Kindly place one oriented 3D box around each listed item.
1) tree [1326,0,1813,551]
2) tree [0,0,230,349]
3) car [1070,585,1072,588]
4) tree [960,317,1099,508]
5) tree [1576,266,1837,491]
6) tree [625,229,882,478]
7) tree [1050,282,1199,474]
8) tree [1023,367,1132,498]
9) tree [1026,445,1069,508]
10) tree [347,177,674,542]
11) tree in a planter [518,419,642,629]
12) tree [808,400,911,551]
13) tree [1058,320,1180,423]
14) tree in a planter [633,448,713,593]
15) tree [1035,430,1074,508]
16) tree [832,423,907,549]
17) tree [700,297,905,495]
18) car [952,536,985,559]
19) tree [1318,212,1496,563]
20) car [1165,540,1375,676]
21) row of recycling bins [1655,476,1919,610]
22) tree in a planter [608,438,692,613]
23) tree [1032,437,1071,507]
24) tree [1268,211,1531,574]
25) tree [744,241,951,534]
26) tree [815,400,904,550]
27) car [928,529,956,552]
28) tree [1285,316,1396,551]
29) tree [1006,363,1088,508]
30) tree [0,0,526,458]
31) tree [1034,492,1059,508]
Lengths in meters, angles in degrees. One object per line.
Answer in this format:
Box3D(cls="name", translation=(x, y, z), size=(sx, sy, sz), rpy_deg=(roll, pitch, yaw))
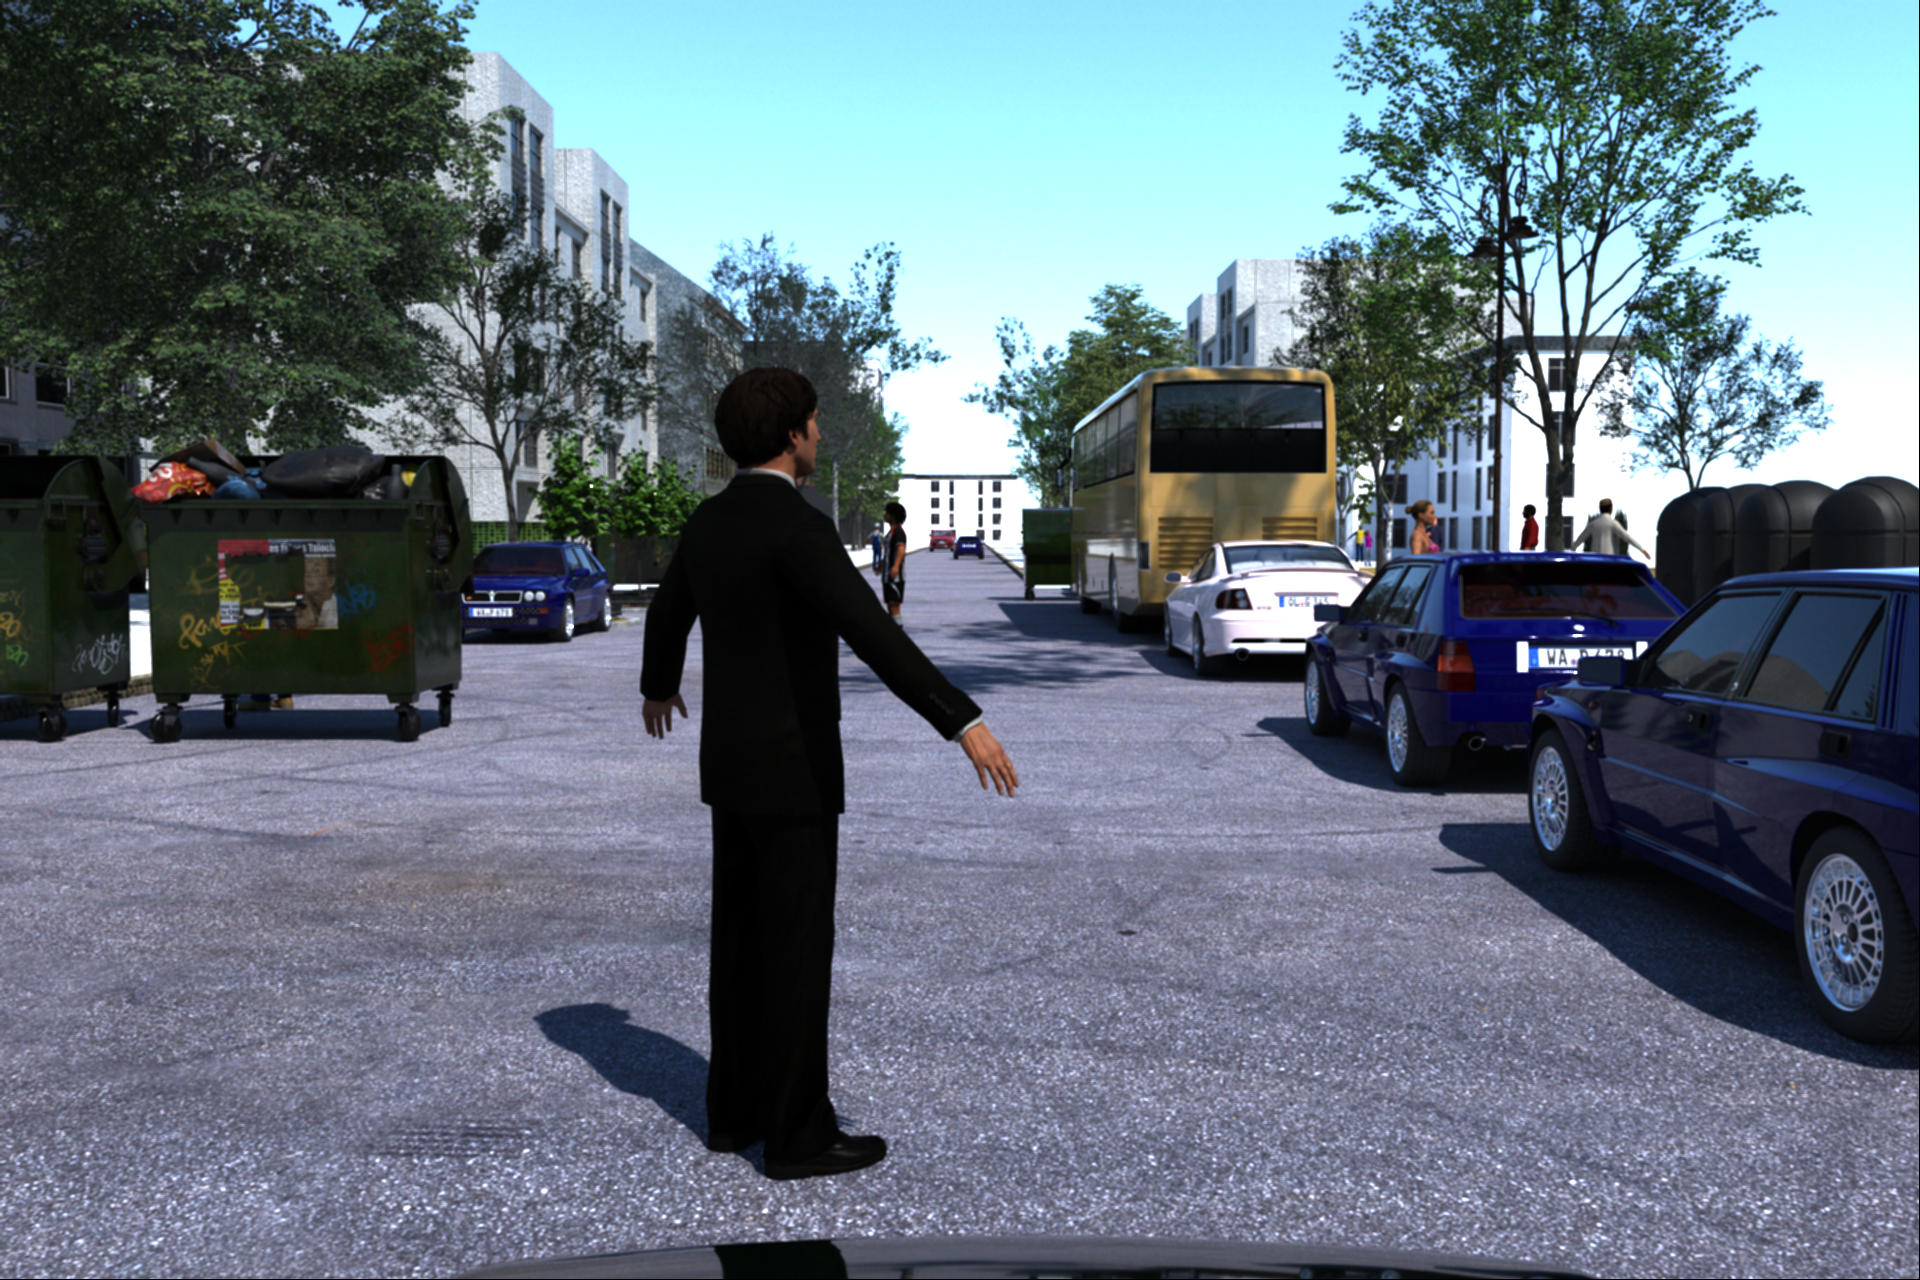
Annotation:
Box3D(cls="tree", translation=(9.921, -6.287, 28.542), size=(9.928, 11.665, 9.643), rpy_deg=(0, 3, 0))
Box3D(cls="tree", translation=(-12.210, -5.143, 18.500), size=(7.601, 10.594, 8.767), rpy_deg=(3, 5, 42))
Box3D(cls="car", translation=(3.763, -1.967, 44.747), size=(1.945, 1.354, 3.894), rpy_deg=(0, 4, 0))
Box3D(cls="tree", translation=(5.932, -18.149, 152.624), size=(12.611, 20.169, 13.585), rpy_deg=(0, 3, 0))
Box3D(cls="tree", translation=(25.441, -7.650, 59.484), size=(8.767, 10.594, 7.601), rpy_deg=(2, 4, 25))
Box3D(cls="tree", translation=(-8.367, -9.785, 70.355), size=(12.009, 13.543, 11.850), rpy_deg=(0, 3, 0))
Box3D(cls="tree", translation=(7.655, -9.811, 78.538), size=(7.486, 12.596, 7.792), rpy_deg=(0, 3, 0))
Box3D(cls="tree", translation=(7.548, -9.773, 94.208), size=(8.767, 10.594, 7.601), rpy_deg=(-1, 4, -18))
Box3D(cls="tree", translation=(7.636, -11.593, 139.910), size=(4.737, 8.622, 4.395), rpy_deg=(0, 3, 0))
Box3D(cls="tree", translation=(-11.478, -6.717, 44.228), size=(8.767, 10.594, 7.601), rpy_deg=(-2, 4, -32))
Box3D(cls="tree in a planter", translation=(-6.081, -1.829, 27.128), size=(1.991, 3.239, 1.994), rpy_deg=(0, 4, 0))
Box3D(cls="tree", translation=(-7.818, -12.458, 129.451), size=(9.928, 11.665, 9.643), rpy_deg=(0, 3, 0))
Box3D(cls="tree", translation=(5.613, -6.739, 60.541), size=(4.737, 8.622, 4.395), rpy_deg=(0, 3, 0))
Box3D(cls="tree in a planter", translation=(-6.024, -2.389, 36.278), size=(1.991, 3.239, 1.994), rpy_deg=(0, 3, 0))
Box3D(cls="tree", translation=(6.935, -9.889, 112.050), size=(4.360, 8.622, 3.978), rpy_deg=(0, 3, 0))
Box3D(cls="tree", translation=(-8.312, -13.843, 152.089), size=(9.928, 11.665, 9.643), rpy_deg=(0, 3, 0))
Box3D(cls="tree", translation=(-8.481, -11.001, 90.239), size=(12.009, 13.543, 11.850), rpy_deg=(0, 3, 0))
Box3D(cls="car", translation=(0.491, -5.302, 99.270), size=(1.945, 1.354, 3.894), rpy_deg=(0, 4, -1))
Box3D(cls="tree", translation=(10.285, -5.530, 40.785), size=(4.737, 8.622, 4.395), rpy_deg=(0, 3, 0))
Box3D(cls="car", translation=(3.321, -0.394, 18.806), size=(2.083, 1.381, 4.827), rpy_deg=(0, 4, 1))
Box3D(cls="row of recycling bins", translation=(6.489, -0.404, 13.713), size=(1.069, 1.692, 3.534), rpy_deg=(0, 3, 0))
Box3D(cls="tree in a planter", translation=(-6.011, -2.150, 32.378), size=(1.991, 3.239, 1.994), rpy_deg=(0, 3, 0))
Box3D(cls="tree", translation=(6.471, -10.383, 120.128), size=(4.360, 8.622, 3.978), rpy_deg=(0, 3, 0))
Box3D(cls="tree", translation=(12.136, -7.015, 49.107), size=(8.767, 10.594, 7.601), rpy_deg=(2, 4, 33))
Box3D(cls="tree", translation=(-6.625, -15.606, 111.055), size=(12.611, 20.169, 13.585), rpy_deg=(0, 3, 0))
Box3D(cls="tree", translation=(-8.589, -13.585, 140.234), size=(7.486, 12.596, 7.792), rpy_deg=(0, 3, 0))
Box3D(cls="car", translation=(-1.467, -8.159, 142.073), size=(2.281, 1.827, 5.304), rpy_deg=(0, 3, 0))
Box3D(cls="tree", translation=(12.617, -6.556, 57.561), size=(4.737, 8.622, 4.395), rpy_deg=(0, 3, 0))
Box3D(cls="tree", translation=(6.643, -10.943, 104.677), size=(9.928, 11.665, 9.643), rpy_deg=(0, 3, 0))
Box3D(cls="tree", translation=(-12.216, -7.481, 28.963), size=(9.857, 13.997, 8.962), rpy_deg=(0, 3, 0))
Box3D(cls="tree", translation=(12.965, -17.776, 241.003), size=(4.360, 8.622, 3.978), rpy_deg=(0, 3, 0))
